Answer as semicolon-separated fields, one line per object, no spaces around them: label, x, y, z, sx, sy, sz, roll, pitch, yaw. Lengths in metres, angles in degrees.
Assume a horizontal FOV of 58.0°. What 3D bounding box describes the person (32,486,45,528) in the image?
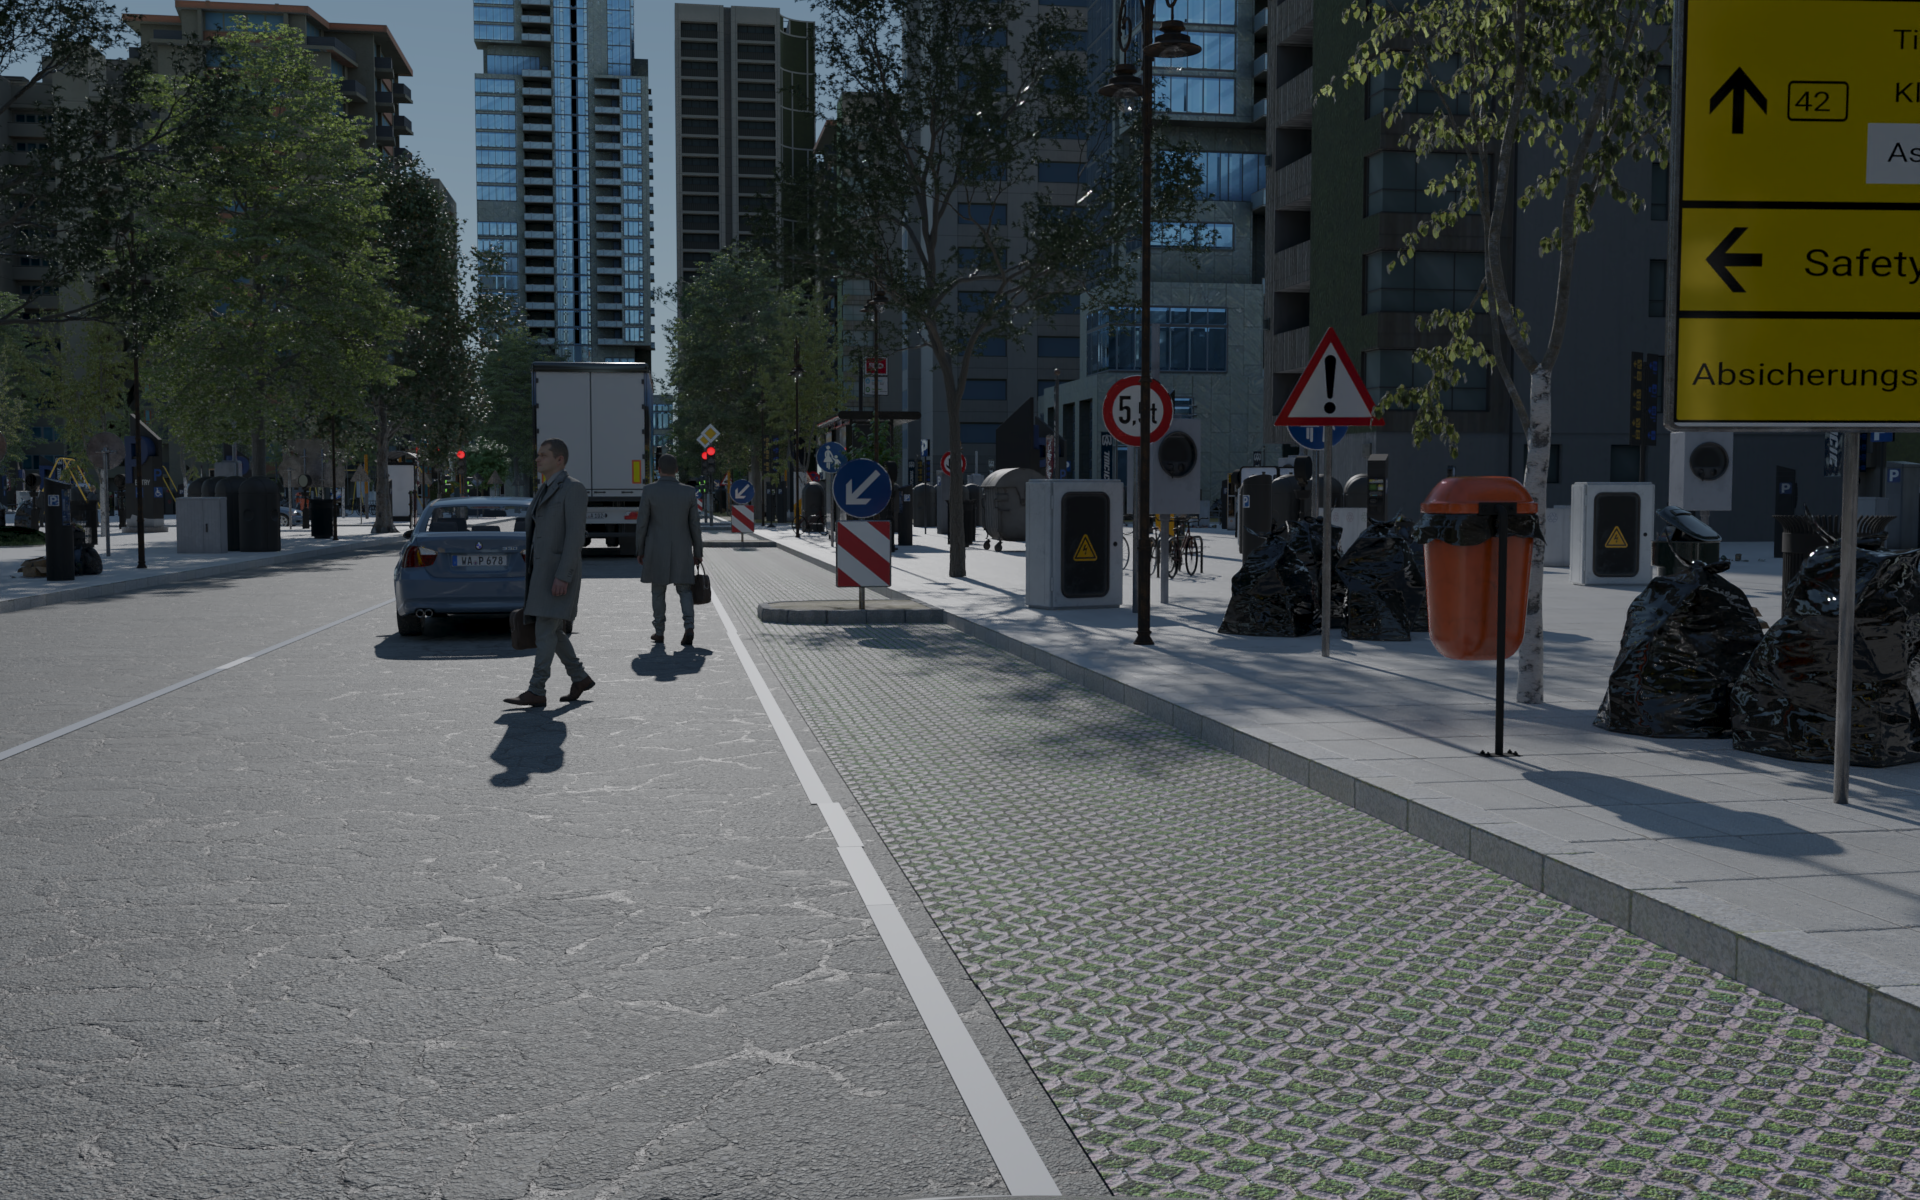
person;-36.362;-3.678;68.411;0.659;1.850;0.755;0;4;2

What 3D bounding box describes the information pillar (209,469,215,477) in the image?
information pillar;-21.551;-2.800;50.276;0.304;2.012;0.304;2;4;33

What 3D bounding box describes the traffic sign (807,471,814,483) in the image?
traffic sign;-8.288;-5.732;93.727;0.884;2.594;0.081;0;4;-1

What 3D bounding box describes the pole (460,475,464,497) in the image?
pole;-21.841;-5.019;75.909;0.158;3.312;0.155;0;3;0

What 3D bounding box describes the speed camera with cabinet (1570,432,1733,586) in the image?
speed camera with cabinet;9.678;-1.829;24.240;2.038;3.252;0.660;0;4;1

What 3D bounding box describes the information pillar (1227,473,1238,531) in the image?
information pillar;9.564;-3.452;60.935;0.304;2.012;0.304;1;4;12

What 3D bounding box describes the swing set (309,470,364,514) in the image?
swing set;-40.288;-6.959;111.407;3.119;2.851;2.862;-2;4;-35

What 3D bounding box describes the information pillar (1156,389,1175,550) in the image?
information pillar;4.587;-2.890;38.611;0.504;3.616;0.183;-2;4;-34

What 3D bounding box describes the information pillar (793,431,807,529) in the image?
information pillar;-5.967;-4.474;64.507;0.504;3.616;0.183;-1;4;-16

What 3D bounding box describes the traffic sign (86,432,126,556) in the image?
traffic sign;-17.534;-2.170;35.580;0.768;2.556;0.104;0;4;-6

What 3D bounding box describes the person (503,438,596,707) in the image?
person;-2.802;-0.195;11.790;0.767;1.812;0.694;-3;4;-37

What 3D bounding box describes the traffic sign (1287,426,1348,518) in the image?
traffic sign;4.127;-1.223;20.105;0.768;2.556;0.104;0;4;-7

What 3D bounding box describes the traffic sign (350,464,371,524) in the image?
traffic sign;-25.606;-4.526;74.006;0.884;2.594;0.081;0;4;-4

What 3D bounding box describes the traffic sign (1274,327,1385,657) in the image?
traffic sign;2.886;-0.832;13.599;0.884;2.594;0.081;0;4;-4

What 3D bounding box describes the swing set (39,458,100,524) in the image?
swing set;-39.087;-4.787;75.892;2.862;2.851;3.119;-1;4;-18

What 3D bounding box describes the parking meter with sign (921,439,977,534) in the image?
parking meter with sign;-0.345;-3.622;55.473;1.738;3.016;0.543;-2;4;-24

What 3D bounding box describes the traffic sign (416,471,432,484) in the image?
traffic sign;-28.745;-5.681;92.893;0.884;2.594;0.081;0;3;0

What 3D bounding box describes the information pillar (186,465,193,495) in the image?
information pillar;-60.933;-8.907;136.989;0.504;3.616;0.183;-1;4;-19

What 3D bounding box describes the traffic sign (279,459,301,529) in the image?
traffic sign;-24.331;-3.840;62.890;0.768;2.556;0.104;0;4;-7

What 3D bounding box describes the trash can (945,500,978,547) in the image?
trash can;-0.001;-1.848;41.867;0.748;1.137;0.748;0;3;0

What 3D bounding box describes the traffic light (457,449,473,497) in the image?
traffic light;-21.567;-5.269;75.070;0.839;4.253;0.868;-1;4;-10

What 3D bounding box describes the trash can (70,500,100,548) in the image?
trash can;-21.031;-1.829;41.551;0.748;1.137;0.748;0;3;0

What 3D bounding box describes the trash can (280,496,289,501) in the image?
trash can;-45.132;-6.362;115.664;0.748;1.137;0.748;0;3;0

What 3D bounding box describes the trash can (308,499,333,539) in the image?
trash can;-18.316;-2.328;49.710;0.748;1.137;0.748;0;3;0

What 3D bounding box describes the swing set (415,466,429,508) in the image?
swing set;-31.322;-6.174;98.559;2.862;2.851;3.119;-2;4;-35

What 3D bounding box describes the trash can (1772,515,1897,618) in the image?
trash can;5.849;0.001;11.630;0.748;1.137;0.748;0;3;0

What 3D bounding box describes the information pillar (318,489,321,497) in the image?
information pillar;-52.694;-8.457;142.766;0.304;2.012;0.304;1;4;15

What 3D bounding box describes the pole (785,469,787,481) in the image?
pole;-10.239;-6.614;101.987;0.158;3.312;0.155;0;3;0

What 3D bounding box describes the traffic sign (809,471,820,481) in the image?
traffic sign;-8.239;-5.951;97.406;0.768;2.556;0.104;0;4;0

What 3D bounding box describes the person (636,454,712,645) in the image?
person;-2.761;-0.488;16.586;0.694;1.812;0.767;-1;4;-20

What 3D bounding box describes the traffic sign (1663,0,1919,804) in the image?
traffic sign;3.979;-0.809;7.101;2.265;3.308;0.079;0;4;-3

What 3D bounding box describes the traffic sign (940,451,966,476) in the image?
traffic sign;-0.198;-3.092;50.654;0.768;2.556;0.104;0;4;-8

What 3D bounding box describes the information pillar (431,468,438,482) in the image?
information pillar;-37.271;-8.054;123.035;0.504;3.616;0.183;-1;4;-10

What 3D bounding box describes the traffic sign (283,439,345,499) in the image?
traffic sign;-24.089;-4.324;64.578;2.265;3.308;0.079;0;4;-2

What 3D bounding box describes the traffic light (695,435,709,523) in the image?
traffic light;-11.313;-5.379;76.868;0.839;4.253;0.868;-1;4;-10

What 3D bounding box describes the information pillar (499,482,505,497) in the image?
information pillar;-27.899;-6.179;105.518;0.304;2.012;0.304;-2;4;-24

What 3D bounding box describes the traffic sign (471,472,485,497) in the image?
traffic sign;-25.395;-5.500;91.105;0.795;2.450;0.064;0;4;-3

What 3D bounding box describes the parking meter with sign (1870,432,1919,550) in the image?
parking meter with sign;21.866;-2.682;40.105;1.738;3.016;0.543;-2;4;-27

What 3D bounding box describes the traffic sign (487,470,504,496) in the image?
traffic sign;-24.734;-5.638;92.184;0.884;2.594;0.081;0;4;-2

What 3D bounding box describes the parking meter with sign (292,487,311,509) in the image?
parking meter with sign;-45.176;-7.456;118.161;1.738;3.016;0.543;-1;4;-13

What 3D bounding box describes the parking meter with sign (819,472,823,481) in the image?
parking meter with sign;-10.242;-8.615;137.124;1.738;3.016;0.543;1;4;21

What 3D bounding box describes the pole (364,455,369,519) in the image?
pole;-30.647;-5.845;89.413;0.158;3.312;0.155;0;3;0

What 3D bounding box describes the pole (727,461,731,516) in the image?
pole;-13.581;-6.605;101.834;0.158;3.312;0.155;0;3;0

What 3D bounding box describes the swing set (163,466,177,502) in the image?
swing set;-44.756;-6.070;96.866;2.862;2.851;3.119;-2;4;-32

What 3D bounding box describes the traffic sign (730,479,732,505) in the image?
traffic sign;-15.000;-6.827;113.756;0.606;2.300;0.079;0;4;-2

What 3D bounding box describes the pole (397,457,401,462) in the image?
pole;-28.160;-5.701;87.061;0.158;3.312;0.155;0;3;0

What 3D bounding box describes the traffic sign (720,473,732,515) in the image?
traffic sign;-14.144;-6.434;105.201;0.884;2.594;0.081;0;4;-2

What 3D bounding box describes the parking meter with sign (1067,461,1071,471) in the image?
parking meter with sign;5.432;-5.866;92.173;0.543;3.016;1.738;0;4;-8

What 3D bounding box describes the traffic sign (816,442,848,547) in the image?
traffic sign;-3.116;-2.576;42.218;0.768;2.556;0.104;0;4;-5

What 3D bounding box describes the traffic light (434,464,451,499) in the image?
traffic light;-20.195;-4.788;67.203;0.839;4.253;0.868;-1;4;-10

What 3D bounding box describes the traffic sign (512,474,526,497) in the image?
traffic sign;-28.332;-6.802;111.209;0.884;2.594;0.081;0;4;-4

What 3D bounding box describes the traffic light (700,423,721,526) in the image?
traffic light;-9.941;-4.898;69.001;0.839;4.253;0.868;-1;4;-10

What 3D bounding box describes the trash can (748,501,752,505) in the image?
trash can;-10.609;-4.747;89.272;0.748;1.137;0.748;0;3;0

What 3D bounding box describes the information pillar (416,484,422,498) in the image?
information pillar;-35.318;-6.642;113.083;0.304;2.012;0.304;-2;4;-34

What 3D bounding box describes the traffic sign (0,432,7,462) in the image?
traffic sign;-18.108;-1.963;32.208;0.768;2.556;0.104;0;4;-3

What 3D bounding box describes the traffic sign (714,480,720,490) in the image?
traffic sign;-21.212;-9.229;151.006;0.768;2.556;0.104;0;4;-3

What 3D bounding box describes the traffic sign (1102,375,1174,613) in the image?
traffic sign;1.899;-1.131;18.604;0.768;2.556;0.104;0;4;-1

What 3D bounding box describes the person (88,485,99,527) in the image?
person;-34.290;-3.641;68.455;0.576;1.772;0.534;1;4;16
